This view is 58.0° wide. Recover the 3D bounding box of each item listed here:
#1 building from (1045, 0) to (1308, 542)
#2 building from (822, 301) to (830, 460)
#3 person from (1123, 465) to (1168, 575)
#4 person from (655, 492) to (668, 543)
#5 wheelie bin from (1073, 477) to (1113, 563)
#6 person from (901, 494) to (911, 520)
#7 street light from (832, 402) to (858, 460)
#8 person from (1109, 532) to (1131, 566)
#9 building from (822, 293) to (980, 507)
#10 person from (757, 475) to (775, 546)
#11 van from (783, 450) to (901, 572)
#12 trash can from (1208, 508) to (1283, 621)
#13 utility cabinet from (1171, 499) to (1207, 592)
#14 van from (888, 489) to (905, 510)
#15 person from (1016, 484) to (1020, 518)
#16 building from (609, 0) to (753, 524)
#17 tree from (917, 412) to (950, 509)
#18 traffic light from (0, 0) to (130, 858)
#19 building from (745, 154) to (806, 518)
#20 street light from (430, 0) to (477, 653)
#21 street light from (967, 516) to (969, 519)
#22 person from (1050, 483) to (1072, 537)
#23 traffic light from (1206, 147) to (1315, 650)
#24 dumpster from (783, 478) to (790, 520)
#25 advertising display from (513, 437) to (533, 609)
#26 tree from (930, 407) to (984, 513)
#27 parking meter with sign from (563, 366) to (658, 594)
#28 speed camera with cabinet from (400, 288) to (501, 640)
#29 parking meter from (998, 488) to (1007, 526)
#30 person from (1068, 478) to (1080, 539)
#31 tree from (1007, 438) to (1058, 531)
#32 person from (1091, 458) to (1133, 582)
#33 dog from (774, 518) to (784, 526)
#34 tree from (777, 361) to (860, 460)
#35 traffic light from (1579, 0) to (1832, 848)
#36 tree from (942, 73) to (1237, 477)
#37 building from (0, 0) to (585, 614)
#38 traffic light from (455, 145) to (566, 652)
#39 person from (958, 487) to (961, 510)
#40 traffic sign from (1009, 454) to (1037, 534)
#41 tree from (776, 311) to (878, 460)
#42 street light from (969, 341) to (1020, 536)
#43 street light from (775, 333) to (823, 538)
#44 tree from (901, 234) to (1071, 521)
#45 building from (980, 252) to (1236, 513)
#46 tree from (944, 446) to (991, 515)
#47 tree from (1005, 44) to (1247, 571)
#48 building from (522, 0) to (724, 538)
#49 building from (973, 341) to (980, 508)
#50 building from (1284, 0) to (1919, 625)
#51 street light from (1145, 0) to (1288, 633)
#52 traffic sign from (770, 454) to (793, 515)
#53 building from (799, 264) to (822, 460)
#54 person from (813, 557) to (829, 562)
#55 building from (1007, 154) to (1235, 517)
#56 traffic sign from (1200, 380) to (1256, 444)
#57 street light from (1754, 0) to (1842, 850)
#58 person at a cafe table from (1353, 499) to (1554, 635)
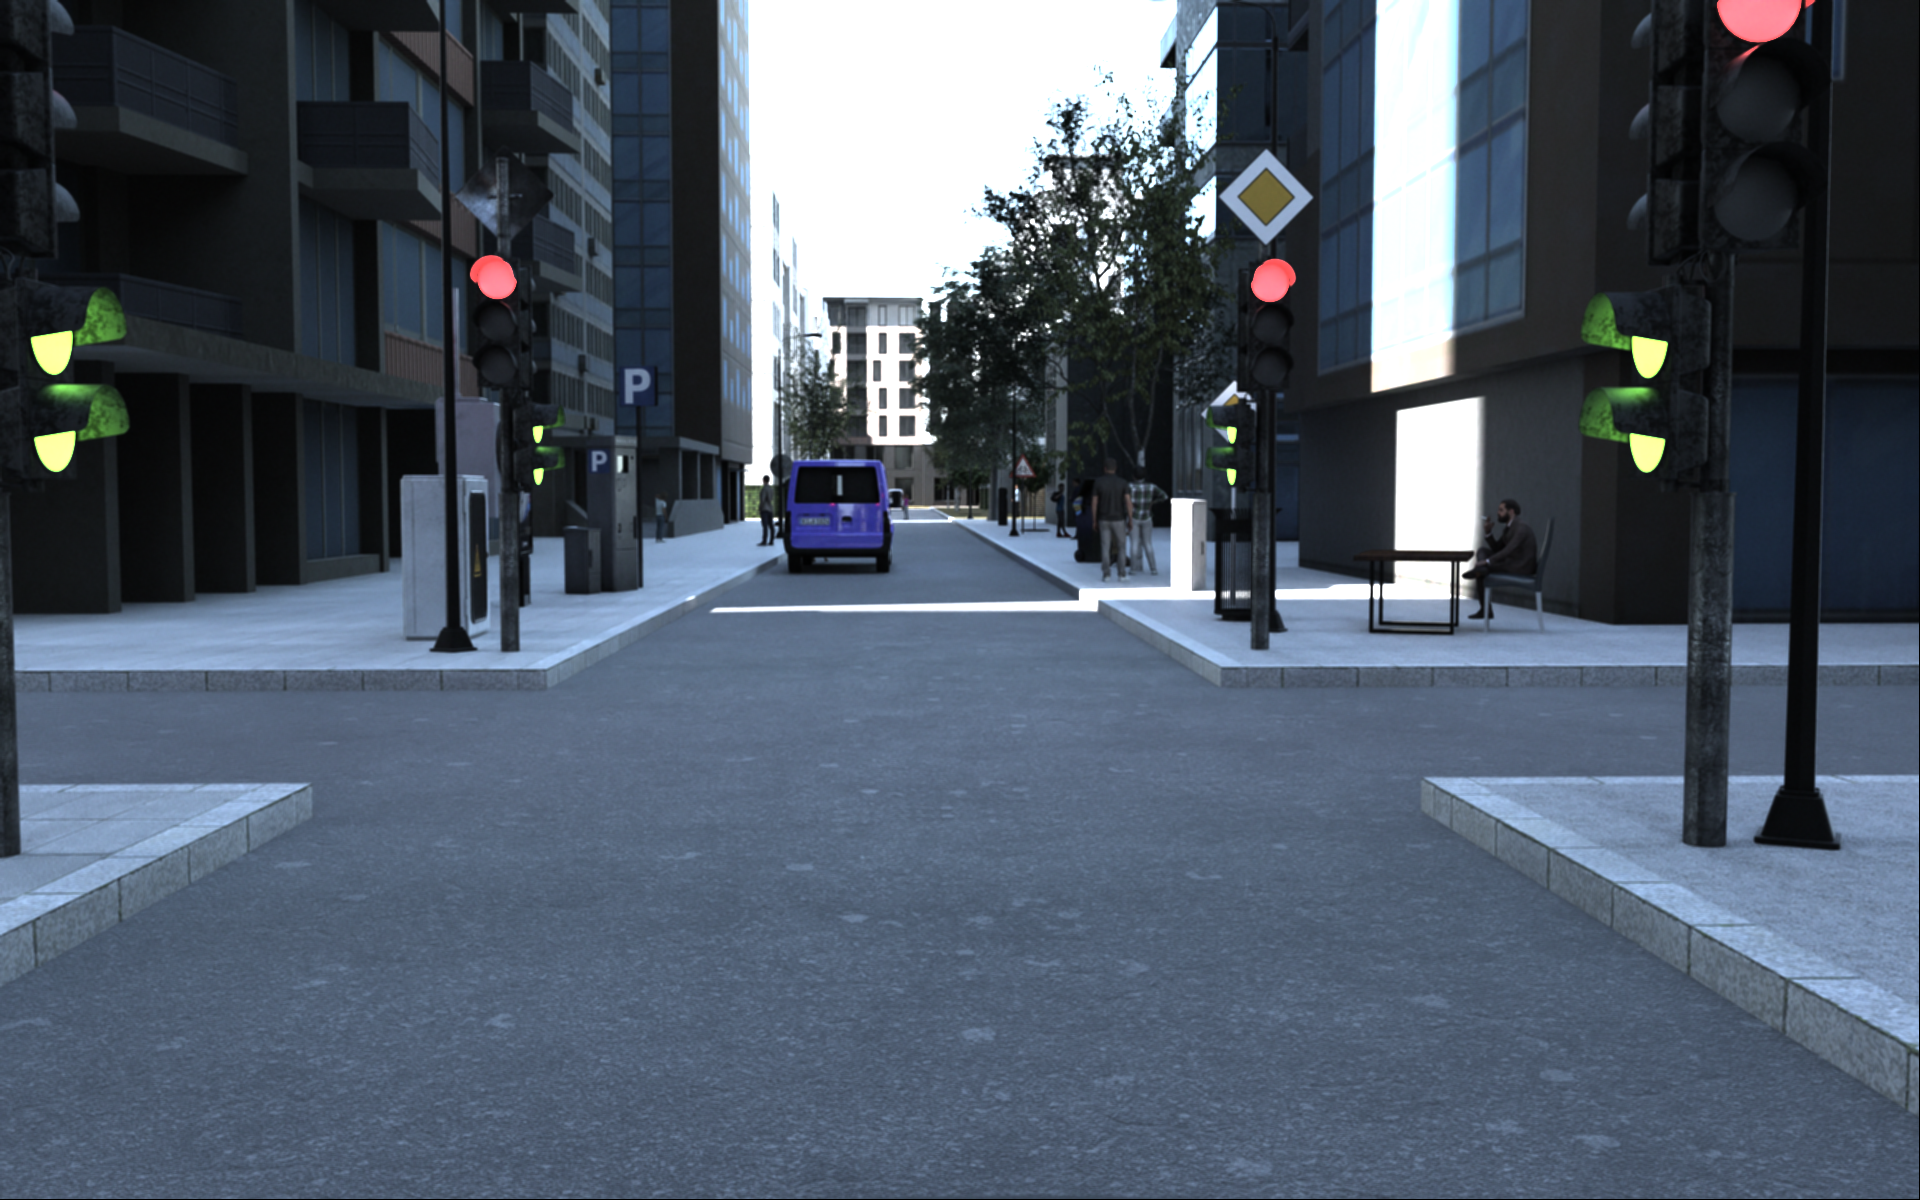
[{"bbox_3d":[15.432,-45.679,59.530,22.319,86.520,31.000,0,4,-2],"label":"building"},{"bbox_3d":[-17.483,-18.220,154.311,11.380,20.091,16.016,0,4,-2],"label":"building"},{"bbox_3d":[2.862,-1.269,27.513,0.841,1.734,0.376,0,4,-5],"label":"person"},{"bbox_3d":[-7.933,-2.199,45.911,0.435,1.345,0.340,1,4,21],"label":"person"},{"bbox_3d":[2.608,-1.511,32.609,0.980,1.594,0.693,-2,4,-35],"label":"wheelie bin"},{"bbox_3d":[-3.014,-5.113,95.328,0.599,1.433,0.991,3,5,43],"label":"person"},{"bbox_3d":[-5.836,-7.005,87.070,1.470,5.913,1.316,0,4,-2],"label":"street light"},{"bbox_3d":[2.917,-1.024,30.709,0.695,0.859,0.347,0,4,-7],"label":"person"},{"bbox_3d":[-6.362,-21.143,189.655,32.646,21.610,27.936,0,4,-2],"label":"building"},{"bbox_3d":[-4.950,-2.247,43.308,0.750,1.759,0.617,3,5,41],"label":"person"},{"bbox_3d":[-2.262,-1.770,33.318,2.240,2.365,5.245,0,4,-2],"label":"van"},{"bbox_3d":[2.901,-0.366,17.633,0.748,1.137,0.748,0,3,0],"label":"trash can"},{"bbox_3d":[3.074,-0.734,23.164,0.306,1.237,1.020,1,4,18],"label":"utility cabinet"},{"bbox_3d":[-5.658,-8.907,152.640,2.013,2.044,4.112,0,4,-1],"label":"van"},{"bbox_3d":[3.048,-5.356,93.598,0.705,1.826,1.348,1,4,14],"label":"person"},{"bbox_3d":[-16.654,-25.983,74.933,14.600,45.320,14.200,0,4,-2],"label":"building"},{"bbox_3d":[-1.239,-12.047,147.326,4.360,8.622,3.978,0,3,0],"label":"tree"},{"bbox_3d":[-3.405,-1.047,6.036,0.839,4.253,0.868,0,4,-2],"label":"traffic light"},{"bbox_3d":[-18.720,-14.641,105.842,16.747,18.905,31.486,0,4,-2],"label":"building"},{"bbox_3d":[-3.604,-2.536,14.008,1.470,5.913,1.316,0,4,-2],"label":"street light"},{"bbox_3d":[-0.006,-7.143,89.329,1.470,5.913,1.316,0,4,-2],"label":"street light"},{"bbox_3d":[2.997,-2.656,51.336,0.662,1.594,0.647,1,4,9],"label":"person"},{"bbox_3d":[2.465,-1.548,14.223,0.839,4.253,0.868,0,4,-2],"label":"traffic light"},{"bbox_3d":[-5.623,-3.624,61.749,1.502,2.255,1.985,0,4,-2],"label":"dumpster"},{"bbox_3d":[-5.017,-0.891,19.784,0.123,1.923,0.974,0,4,-5],"label":"advertising display"},{"bbox_3d":[-0.332,-10.831,127.453,4.737,8.622,4.395,0,3,0],"label":"tree"},{"bbox_3d":[-4.629,-1.628,22.885,0.543,3.016,1.738,1,4,17],"label":"parking meter with sign"},{"bbox_3d":[-4.646,-1.329,16.060,0.660,3.252,2.038,0,4,-3],"label":"speed camera with cabinet"},{"bbox_3d":[1.750,-3.811,70.715,0.372,1.533,0.369,0,3,0],"label":"parking meter"},{"bbox_3d":[3.300,-2.596,49.198,0.504,1.737,0.576,1,4,21],"label":"person"},{"bbox_3d":[2.453,-4.003,60.046,1.663,3.219,1.824,0,3,0],"label":"tree"},{"bbox_3d":[2.243,-1.177,25.419,0.598,1.807,0.434,1,4,18],"label":"person"},{"bbox_3d":[-7.191,-3.155,69.325,0.550,0.427,0.748,0,4,6],"label":"dog"},{"bbox_3d":[-7.591,-8.761,93.599,4.737,8.622,4.395,0,3,0],"label":"tree"},{"bbox_3d":[2.713,-1.059,6.242,0.839,4.253,0.868,0,4,-2],"label":"traffic light"},{"bbox_3d":[3.047,-6.405,39.131,7.601,10.594,8.767,0,4,3],"label":"tree"},{"bbox_3d":[-19.120,-22.923,29.410,22.147,44.769,28.867,0,4,-2],"label":"building"},{"bbox_3d":[-3.653,-1.535,14.018,0.839,4.253,0.868,0,4,-2],"label":"traffic light"},{"bbox_3d":[-0.086,-8.085,138.211,0.705,1.826,1.348,0,4,-5],"label":"person"},{"bbox_3d":[2.012,-3.390,55.430,0.884,2.594,0.081,0,4,3],"label":"traffic sign"},{"bbox_3d":[-5.709,-7.366,70.789,4.360,8.622,3.978,0,3,0],"label":"tree"},{"bbox_3d":[1.112,-4.906,52.753,1.470,5.913,1.316,0,4,-2],"label":"street light"},{"bbox_3d":[-4.659,-4.742,50.072,1.470,5.913,1.316,0,4,-2],"label":"street light"},{"bbox_3d":[1.614,-10.805,83.317,9.857,13.997,8.962,0,3,0],"label":"tree"},{"bbox_3d":[10.590,-16.439,135.235,16.747,18.905,31.486,0,4,-2],"label":"building"},{"bbox_3d":[0.627,-7.617,108.253,4.285,4.588,4.351,0,3,0],"label":"tree"},{"bbox_3d":[2.935,-4.810,29.006,4.737,8.622,4.395,0,3,0],"label":"tree"},{"bbox_3d":[-24.663,-22.256,55.771,32.217,40.220,23.993,0,4,-2],"label":"building"},{"bbox_3d":[9.241,-18.395,157.179,16.016,20.091,11.380,0,4,-2],"label":"building"},{"bbox_3d":[12.898,-22.766,22.329,14.200,45.320,14.600,0,4,-2],"label":"building"},{"bbox_3d":[2.352,-2.659,16.019,1.470,5.913,1.316,0,4,-2],"label":"street light"},{"bbox_3d":[-5.683,-3.371,55.218,0.768,2.556,0.104,0,4,2],"label":"traffic sign"},{"bbox_3d":[-19.652,-17.282,138.984,16.016,20.091,11.380,0,4,-2],"label":"building"},{"bbox_3d":[-3.072,-1.617,36.642,0.593,1.614,0.444,0,4,6],"label":"person"},{"bbox_3d":[11.257,-15.048,102.451,16.016,20.091,11.380,0,4,-2],"label":"building"},{"bbox_3d":[3.175,-1.237,19.959,0.795,2.593,0.064,0,4,3],"label":"traffic sign"},{"bbox_3d":[2.563,-2.060,6.224,1.470,5.913,1.316,0,4,-2],"label":"street light"},{"bbox_3d":[4.656,-0.330,16.251,1.726,1.238,1.698,1,4,18],"label":"person at a cafe table"}]
